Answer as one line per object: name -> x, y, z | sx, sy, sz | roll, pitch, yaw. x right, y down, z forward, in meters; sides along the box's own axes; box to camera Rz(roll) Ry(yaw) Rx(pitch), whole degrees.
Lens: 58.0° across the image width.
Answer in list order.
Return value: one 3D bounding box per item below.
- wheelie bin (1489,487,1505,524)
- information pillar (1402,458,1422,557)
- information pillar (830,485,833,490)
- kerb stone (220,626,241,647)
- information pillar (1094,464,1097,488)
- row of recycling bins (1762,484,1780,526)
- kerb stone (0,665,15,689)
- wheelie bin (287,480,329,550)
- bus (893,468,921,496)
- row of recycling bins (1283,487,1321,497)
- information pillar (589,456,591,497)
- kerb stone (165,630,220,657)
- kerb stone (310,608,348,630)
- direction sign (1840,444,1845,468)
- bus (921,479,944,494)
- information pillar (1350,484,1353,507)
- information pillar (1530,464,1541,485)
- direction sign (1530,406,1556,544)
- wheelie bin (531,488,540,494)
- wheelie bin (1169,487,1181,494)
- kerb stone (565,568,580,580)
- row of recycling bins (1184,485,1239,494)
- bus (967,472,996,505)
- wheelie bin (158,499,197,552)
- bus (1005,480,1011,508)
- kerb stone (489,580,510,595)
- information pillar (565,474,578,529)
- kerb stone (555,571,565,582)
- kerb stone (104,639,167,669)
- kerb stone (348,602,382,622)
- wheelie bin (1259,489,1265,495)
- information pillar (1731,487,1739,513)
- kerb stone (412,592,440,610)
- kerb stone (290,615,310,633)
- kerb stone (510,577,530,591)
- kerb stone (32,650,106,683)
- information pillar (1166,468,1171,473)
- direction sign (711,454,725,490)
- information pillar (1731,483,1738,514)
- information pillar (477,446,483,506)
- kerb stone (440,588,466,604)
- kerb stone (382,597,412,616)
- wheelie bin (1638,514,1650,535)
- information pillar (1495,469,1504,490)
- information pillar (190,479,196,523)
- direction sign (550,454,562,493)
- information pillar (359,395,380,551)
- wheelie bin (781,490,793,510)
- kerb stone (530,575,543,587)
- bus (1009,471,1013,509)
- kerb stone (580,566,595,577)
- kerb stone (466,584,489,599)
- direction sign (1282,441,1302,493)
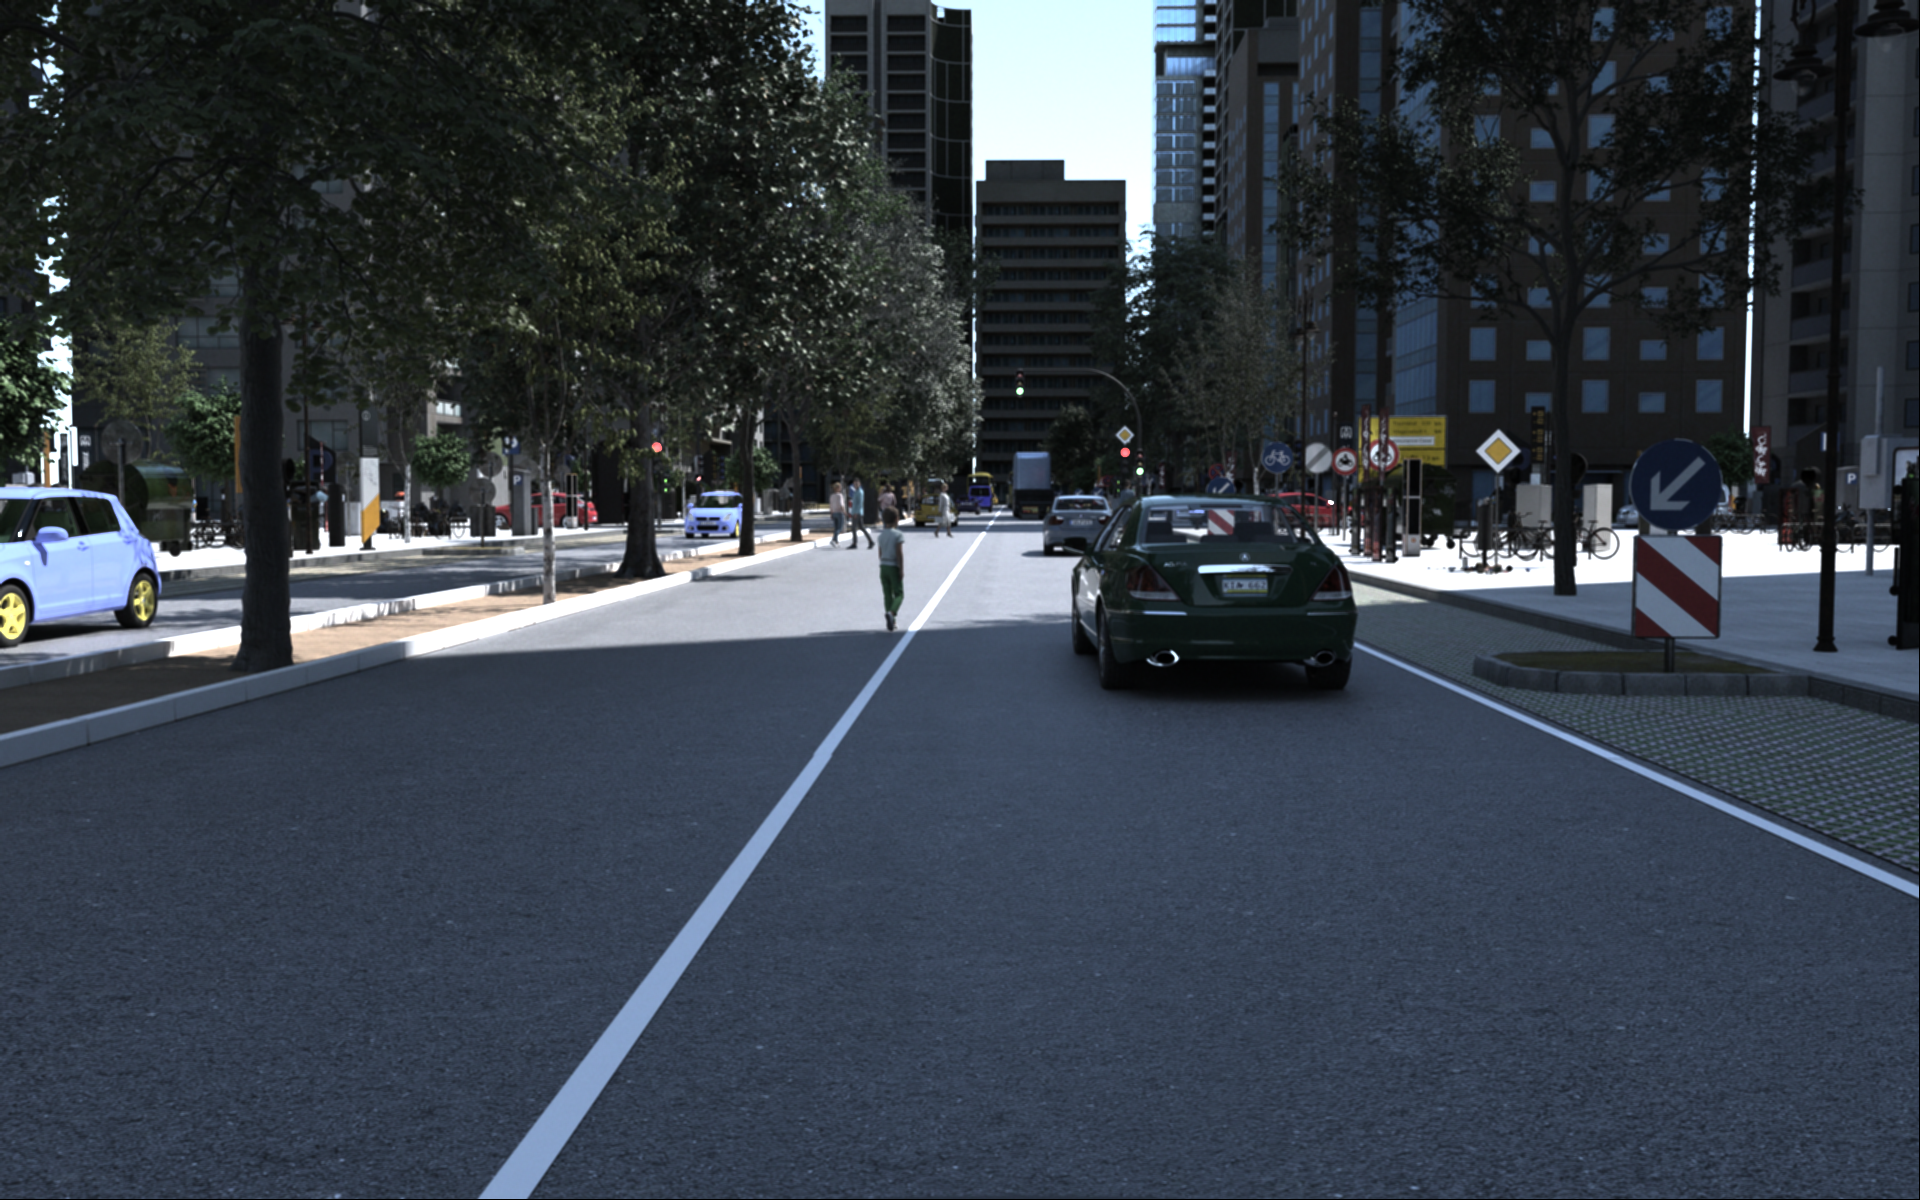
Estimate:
wheelie bin -> 22.868, -4.012, 73.497 | 0.693, 1.594, 0.980 | 2, 4, 32
information pillar -> 9.250, -1.894, 35.455 | 0.304, 2.012, 0.304 | 0, 4, -4
information pillar -> -10.548, -8.449, 142.627 | 0.304, 2.012, 0.304 | -2, 4, -28
kerb stone -> -6.931, 0.342, 16.599 | 0.120, 0.150, 1.000 | 0, 4, 2
information pillar -> 10.761, -8.905, 136.953 | 0.183, 3.616, 0.504 | 2, 4, 29
row of recycling bins -> 34.258, -3.910, 71.037 | 3.534, 1.692, 1.069 | -2, 4, -31
kerb stone -> -7.058, 0.593, 12.499 | 0.120, 0.150, 1.000 | 0, 4, 2
wheelie bin -> -14.960, -1.941, 39.637 | 0.980, 1.594, 0.693 | -1, 4, -23
bus -> -5.193, -10.148, 157.468 | 2.896, 3.916, 12.252 | 0, 4, 3
row of recycling bins -> 20.273, -6.023, 105.581 | 3.534, 1.692, 1.069 | 2, 4, 27
information pillar -> -22.513, -6.979, 105.460 | 0.183, 3.616, 0.504 | 0, 4, -4
kerb stone -> -6.968, 0.405, 15.577 | 0.120, 0.150, 1.000 | 0, 4, 2
kerb stone -> -6.864, 0.220, 18.646 | 0.120, 0.150, 1.000 | 0, 4, 2
direction sign -> 39.982, -5.293, 78.529 | 0.379, 3.537, 0.876 | 1, 4, 18
bus -> -3.205, -12.995, 207.333 | 2.948, 3.499, 13.247 | 0, 4, 0
information pillar -> 20.395, -6.011, 89.640 | 0.504, 3.616, 0.183 | -1, 4, -17
information pillar -> 23.288, -4.819, 70.145 | 0.504, 3.616, 0.183 | -2, 4, -26
direction sign -> 15.172, -3.225, 44.733 | 0.876, 3.537, 0.379 | 0, 4, 7
wheelie bin -> -20.884, -4.695, 84.676 | 0.693, 1.594, 0.980 | -2, 4, -27
wheelie bin -> 9.936, -4.414, 80.084 | 0.980, 1.594, 0.693 | 0, 4, -6
kerb stone -> -6.568, -0.409, 28.890 | 0.120, 0.150, 1.000 | 0, 4, 2
row of recycling bins -> 12.588, -4.860, 86.568 | 3.534, 1.692, 1.069 | -3, 4, -37
bus -> 2.379, -12.518, 196.220 | 2.896, 3.916, 12.252 | 0, 4, 3
wheelie bin -> -17.688, -1.894, 38.872 | 0.980, 1.594, 0.693 | -3, 4, -38
bus -> 6.240, -11.395, 181.165 | 2.948, 3.499, 13.247 | 0, 4, 0
kerb stone -> -6.685, -0.159, 24.801 | 0.120, 0.150, 1.000 | 0, 4, 2
information pillar -> -14.164, -3.589, 63.170 | 0.304, 2.012, 0.304 | 2, 4, 23
kerb stone -> -6.590, -0.347, 27.865 | 0.120, 0.150, 1.000 | 0, 4, 2
kerb stone -> -6.993, 0.469, 14.556 | 0.120, 0.150, 1.000 | 0, 4, 2
kerb stone -> -6.835, 0.154, 19.673 | 0.120, 0.150, 1.000 | 0, 4, 2
wheelie bin -> 20.393, -6.555, 115.081 | 0.693, 1.594, 0.980 | -3, 4, -37
information pillar -> 50.545, -6.633, 112.942 | 0.304, 2.012, 0.304 | -1, 4, -11
kerb stone -> -6.779, 0.029, 21.723 | 0.120, 0.150, 1.000 | 0, 4, 2
kerb stone -> -6.905, 0.282, 17.625 | 0.120, 0.150, 1.000 | 0, 4, 2
kerb stone -> -6.654, -0.222, 25.822 | 0.120, 0.150, 1.000 | 0, 4, 2
kerb stone -> -7.018, 0.534, 13.534 | 0.120, 0.150, 1.000 | 0, 4, 2
information pillar -> 15.201, -8.305, 127.144 | 0.504, 3.616, 0.183 | -1, 4, -14
direction sign -> -13.734, -6.502, 98.310 | 0.876, 3.537, 0.379 | -3, 5, -41
information pillar -> 49.650, -7.322, 111.076 | 0.504, 3.616, 0.183 | 0, 4, -4
information pillar -> -15.555, -3.961, 56.120 | 0.183, 3.616, 0.504 | 0, 4, -5
kerb stone -> -6.743, -0.034, 22.746 | 0.120, 0.150, 1.000 | 0, 4, 2
kerb stone -> -6.806, 0.092, 20.694 | 0.120, 0.150, 1.000 | 0, 4, 2
wheelie bin -> 20.775, -2.711, 52.239 | 0.693, 1.594, 0.980 | 2, 4, 30
information pillar -> 24.853, -5.403, 79.694 | 0.183, 3.616, 0.504 | -3, 5, -42
information pillar -> -33.811, -4.381, 76.122 | 0.304, 2.012, 0.304 | 0, 4, -7
direction sign -> -21.522, -6.133, 92.267 | 0.876, 3.537, 0.379 | 2, 4, 34
information pillar -> -13.479, -2.944, 39.494 | 0.183, 3.616, 0.504 | 2, 4, 30
wheelie bin -> -13.653, -7.875, 136.666 | 0.980, 1.594, 0.693 | -1, 4, -19
kerb stone -> -6.629, -0.284, 26.844 | 0.120, 0.150, 1.000 | 0, 4, 2
bus -> 6.062, -10.652, 165.705 | 2.896, 3.916, 12.252 | 0, 4, 3
kerb stone -> -6.531, -0.472, 29.919 | 0.120, 0.150, 1.000 | 0, 4, 2
kerb stone -> -6.711, -0.096, 23.774 | 0.120, 0.150, 1.000 | 0, 4, 2
direction sign -> 14.180, -5.005, 73.822 | 0.379, 3.537, 0.876 | -3, 5, -43
